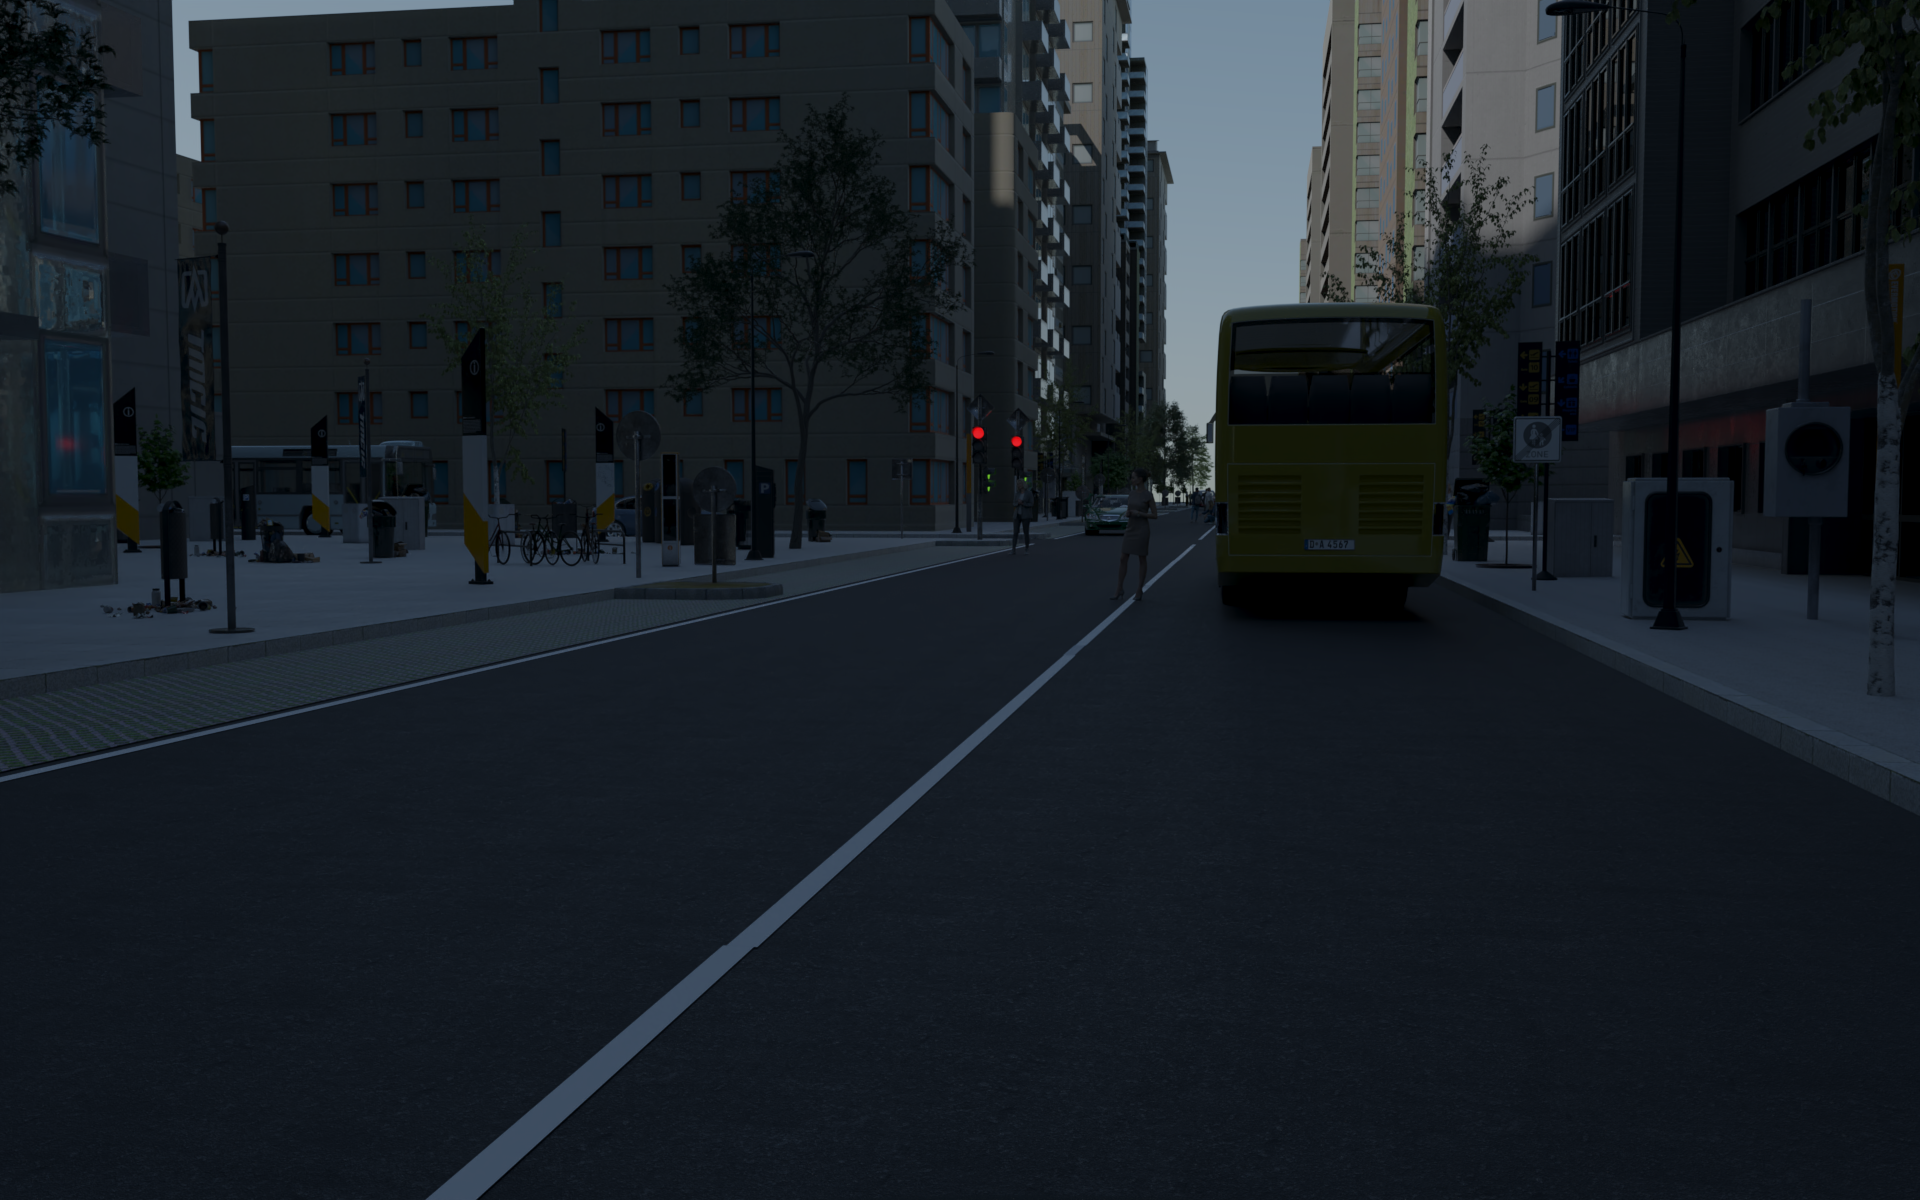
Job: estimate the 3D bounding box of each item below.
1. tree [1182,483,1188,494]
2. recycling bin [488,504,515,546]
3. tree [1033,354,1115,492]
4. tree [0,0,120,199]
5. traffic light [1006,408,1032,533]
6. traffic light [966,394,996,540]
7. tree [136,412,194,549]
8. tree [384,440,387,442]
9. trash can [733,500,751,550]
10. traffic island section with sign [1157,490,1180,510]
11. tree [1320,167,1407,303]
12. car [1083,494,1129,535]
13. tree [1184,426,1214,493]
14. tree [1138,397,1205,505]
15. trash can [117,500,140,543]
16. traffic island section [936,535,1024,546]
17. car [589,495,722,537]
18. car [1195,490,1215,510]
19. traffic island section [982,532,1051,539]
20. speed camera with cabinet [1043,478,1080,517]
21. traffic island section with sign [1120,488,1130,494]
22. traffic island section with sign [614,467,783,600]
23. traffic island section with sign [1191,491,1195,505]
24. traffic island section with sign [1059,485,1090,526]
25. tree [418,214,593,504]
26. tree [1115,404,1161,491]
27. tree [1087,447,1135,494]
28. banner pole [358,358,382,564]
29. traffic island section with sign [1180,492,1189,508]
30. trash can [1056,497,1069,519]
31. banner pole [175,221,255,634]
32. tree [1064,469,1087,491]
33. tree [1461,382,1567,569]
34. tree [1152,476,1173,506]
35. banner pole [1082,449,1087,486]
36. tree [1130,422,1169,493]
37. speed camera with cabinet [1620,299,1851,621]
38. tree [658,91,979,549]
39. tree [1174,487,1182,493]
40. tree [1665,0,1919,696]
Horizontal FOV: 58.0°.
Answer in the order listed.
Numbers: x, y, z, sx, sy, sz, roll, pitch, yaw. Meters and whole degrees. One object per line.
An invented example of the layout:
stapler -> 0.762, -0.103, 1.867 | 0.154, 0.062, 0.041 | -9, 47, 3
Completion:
tree -> 34.724, -16.750, 268.465 | 1.663, 3.219, 1.824 | 0, 3, 0
recycling bin -> -11.573, -1.867, 43.079 | 0.722, 1.027, 0.722 | 2, 4, 24
tree -> 5.266, -8.625, 91.377 | 4.737, 8.622, 4.395 | 0, 3, 0
tree -> -7.798, -4.560, 8.963 | 7.601, 10.594, 8.767 | 0, 4, 5
traffic light -> 1.900, -4.124, 56.350 | 0.839, 4.253, 0.868 | 1, 4, 10
traffic light -> 0.575, -3.642, 48.475 | 0.839, 4.253, 0.868 | 1, 4, 10
tree -> -19.084, -2.838, 40.997 | 1.663, 3.219, 1.824 | 0, 3, 0
tree -> -20.166, -4.073, 61.191 | 1.663, 3.219, 1.824 | 0, 3, 0
trash can -> -4.916, -1.738, 40.064 | 0.748, 1.137, 0.748 | 0, 3, 0
traffic island section with sign -> 18.421, -8.947, 154.910 | 1.989, 1.847, 2.006 | 1, 4, 10
tree -> 10.057, -5.269, 36.515 | 4.737, 8.622, 4.395 | 0, 3, 0
car -> 5.479, -3.037, 61.451 | 2.131, 1.459, 4.920 | 1, 4, 9
tree -> 38.498, -22.634, 288.198 | 7.486, 12.596, 7.792 | 0, 3, 0
tree -> 24.195, -17.622, 205.129 | 9.611, 12.733, 9.660 | 0, 3, 0
trash can -> -21.754, -2.049, 45.149 | 0.748, 1.137, 0.748 | 0, 3, 0
traffic island section -> 0.537, -1.611, 48.616 | 2.009, 0.180, 2.903 | 1, 4, 10
car -> -9.131, -2.529, 53.344 | 4.499, 1.417, 2.014 | 1, 4, 11
car -> 22.261, -9.055, 156.715 | 2.281, 1.827, 5.304 | 0, 4, 8
traffic island section -> 1.862, -2.092, 56.491 | 2.009, 0.180, 2.903 | 1, 4, 10
speed camera with cabinet -> 5.627, -6.201, 95.729 | 2.038, 3.252, 0.660 | 0, 4, 6
traffic island section with sign -> 10.086, -5.915, 105.334 | 1.989, 1.847, 2.006 | 1, 4, 10
traffic island section with sign -> -3.566, -0.956, 24.258 | 1.989, 1.847, 2.006 | 1, 4, 10
traffic island section with sign -> 32.133, -13.933, 236.428 | 1.989, 1.847, 2.006 | 1, 4, 10
traffic island section with sign -> 5.586, -4.280, 78.605 | 1.989, 1.847, 2.006 | 1, 4, 10
tree -> -12.236, -5.877, 46.457 | 4.737, 8.622, 4.395 | 0, 3, 0
tree -> 14.425, -11.798, 143.263 | 4.737, 8.622, 4.395 | 0, 3, 0
tree -> 10.432, -8.314, 119.644 | 4.285, 4.588, 4.351 | 0, 3, 0
banner pole -> -11.054, -2.580, 32.199 | 0.401, 3.779, 0.863 | -2, 4, -34
traffic island section with sign -> 22.898, -10.573, 181.493 | 1.989, 1.847, 2.006 | 1, 4, 10
trash can -> 5.300, -4.775, 89.723 | 0.748, 1.137, 0.748 | 0, 3, 0
banner pole -> -6.967, -1.595, 16.090 | 0.863, 3.779, 0.401 | 2, 4, 29
tree -> 8.569, -8.253, 129.537 | 1.663, 3.219, 1.824 | 0, 3, 0
tree -> 9.674, -2.173, 30.125 | 1.663, 3.219, 1.824 | 0, 3, 0
tree -> 25.221, -13.505, 215.411 | 1.663, 3.219, 1.824 | 0, 3, 0
banner pole -> 6.939, -6.525, 96.698 | 0.401, 3.779, 0.863 | -1, 4, -17
tree -> 18.905, -13.486, 170.854 | 4.360, 8.622, 3.978 | 0, 3, 0
speed camera with cabinet -> 7.885, -1.426, 17.657 | 2.038, 3.252, 0.660 | 1, 4, 12
tree -> -3.557, -6.468, 40.159 | 7.601, 10.594, 8.767 | 2, 4, 23
tree -> 28.204, -14.497, 231.627 | 1.663, 3.219, 1.824 | 0, 3, 0
tree -> 6.066, -3.687, 10.648 | 4.737, 8.622, 4.395 | 0, 3, 0
